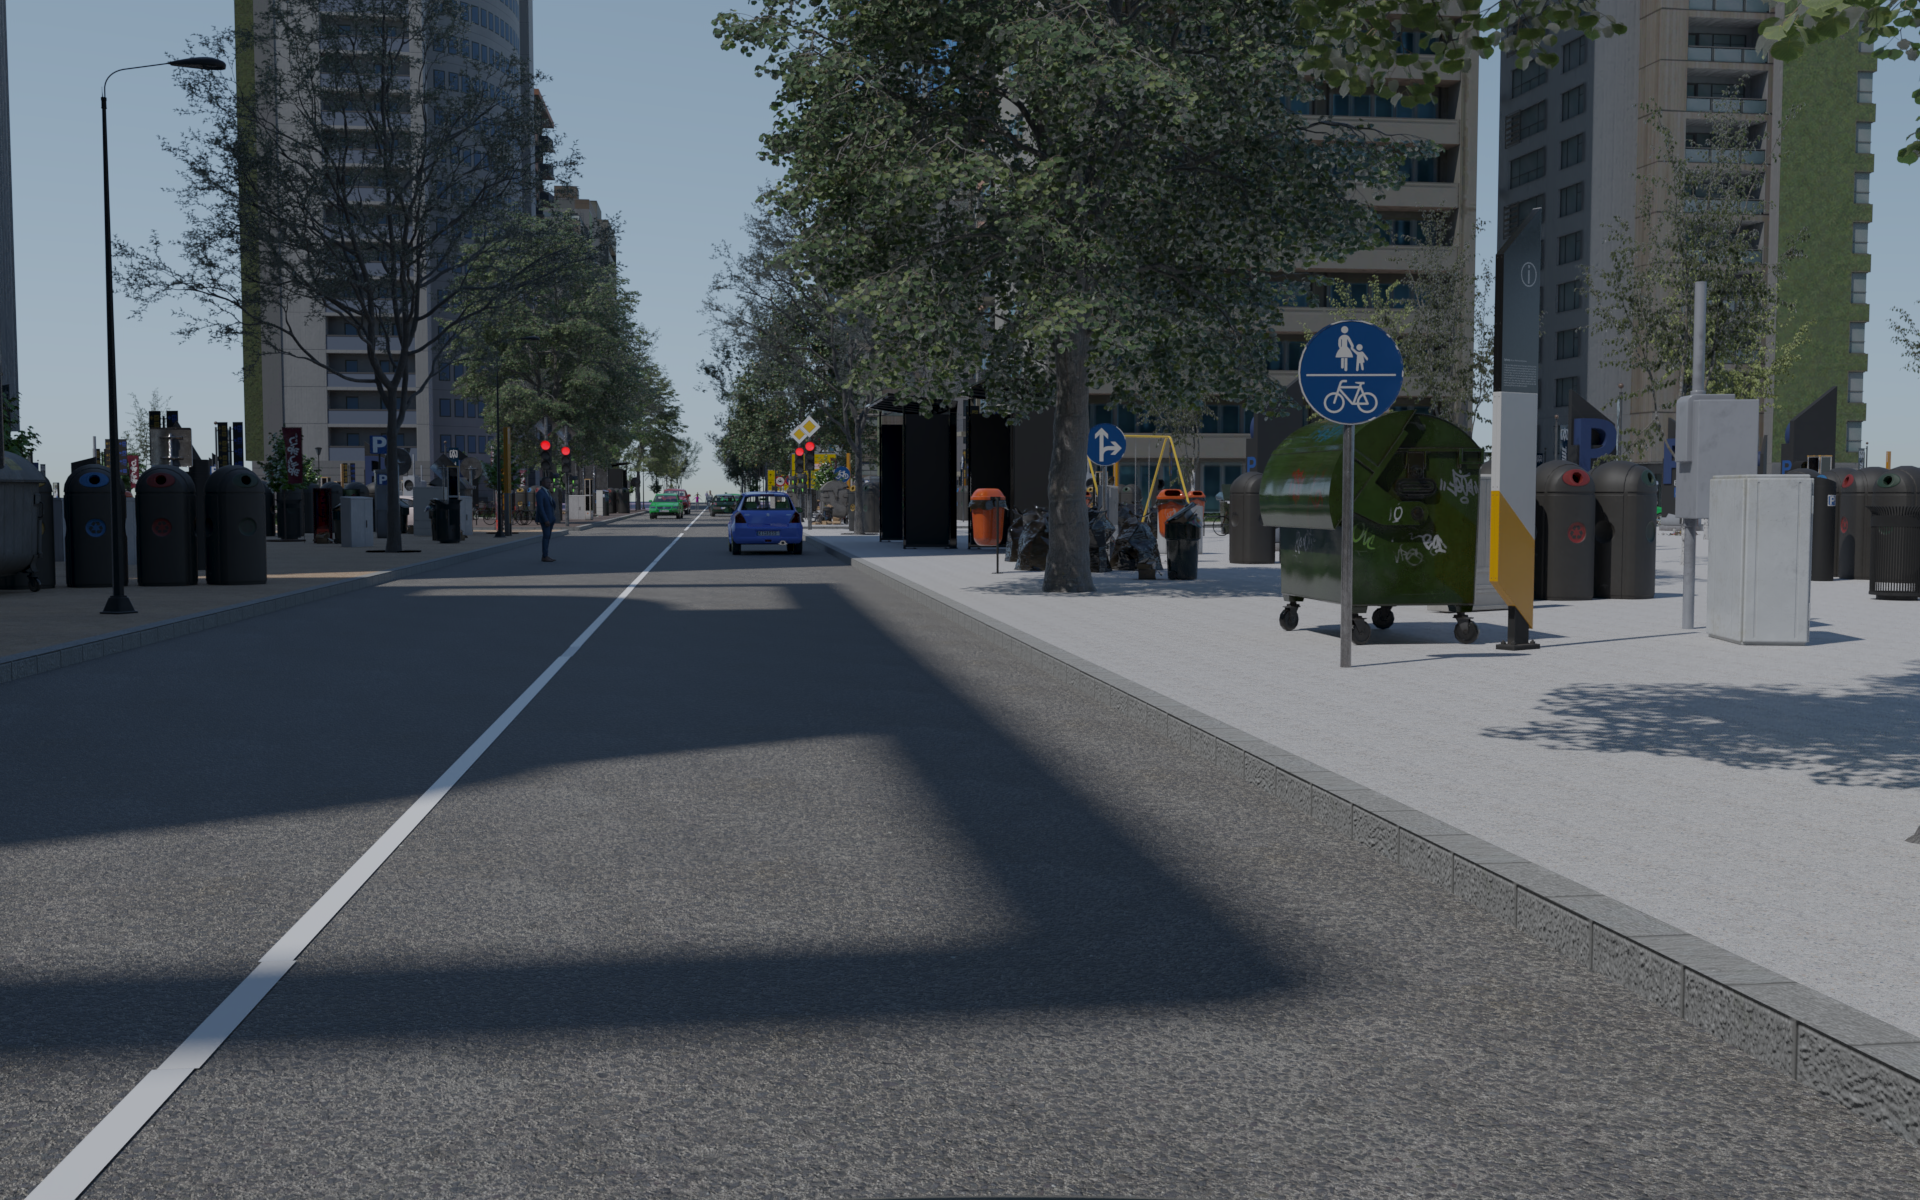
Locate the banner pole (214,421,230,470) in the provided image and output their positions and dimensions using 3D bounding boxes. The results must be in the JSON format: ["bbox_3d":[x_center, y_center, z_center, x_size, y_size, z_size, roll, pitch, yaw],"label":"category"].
[{"bbox_3d":[-25.345,-4.248,59.477,0.863,3.779,0.401,2,4,25],"label":"banner pole"}]

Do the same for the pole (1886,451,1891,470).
[{"bbox_3d":[44.159,-5.419,82.447,0.158,3.312,0.155,0,3,0],"label":"pole"}]

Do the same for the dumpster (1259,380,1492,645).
[{"bbox_3d":[3.689,-0.794,15.469,1.502,2.255,1.985,0,4,-8],"label":"dumpster"}]

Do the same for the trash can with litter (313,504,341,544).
[{"bbox_3d":[-16.163,-2.037,44.699,1.055,1.170,0.624,0,4,-5],"label":"trash can with litter"}]

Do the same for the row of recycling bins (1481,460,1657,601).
[{"bbox_3d":[6.860,-0.845,20.927,3.534,1.692,1.069,-1,4,-22],"label":"row of recycling bins"}]

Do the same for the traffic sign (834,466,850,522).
[{"bbox_3d":[-5.379,-4.823,78.958,0.768,2.556,0.104,0,4,0],"label":"traffic sign"}]

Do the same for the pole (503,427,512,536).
[{"bbox_3d":[-13.770,-3.600,52.703,0.158,3.312,0.155,0,3,0],"label":"pole"}]

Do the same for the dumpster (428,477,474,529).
[{"bbox_3d":[-16.450,-3.068,55.926,1.264,1.857,1.865,0,4,-8],"label":"dumpster"}]

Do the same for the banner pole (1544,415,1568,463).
[{"bbox_3d":[19.063,-3.973,54.979,0.863,3.779,0.401,-2,4,-31],"label":"banner pole"}]

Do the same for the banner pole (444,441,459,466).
[{"bbox_3d":[-24.011,-5.606,81.675,0.863,3.779,0.401,0,4,4],"label":"banner pole"}]

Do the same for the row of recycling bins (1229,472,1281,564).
[{"bbox_3d":[6.766,-1.521,31.974,3.534,1.692,1.069,0,4,-1],"label":"row of recycling bins"}]

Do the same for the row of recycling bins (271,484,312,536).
[{"bbox_3d":[-21.717,-2.779,52.557,3.534,1.692,1.069,0,4,-5],"label":"row of recycling bins"}]

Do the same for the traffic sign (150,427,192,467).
[{"bbox_3d":[-12.103,-1.497,26.611,0.606,2.300,0.079,0,4,-6],"label":"traffic sign"}]

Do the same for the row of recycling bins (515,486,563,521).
[{"bbox_3d":[-20.438,-4.709,84.106,1.069,1.692,3.534,-3,5,-44],"label":"row of recycling bins"}]

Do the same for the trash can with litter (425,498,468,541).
[{"bbox_3d":[-14.118,-2.216,47.621,0.624,1.170,1.055,3,4,38],"label":"trash can with litter"}]

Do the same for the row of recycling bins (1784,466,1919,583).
[{"bbox_3d":[13.686,-1.189,26.557,1.069,1.692,3.534,0,4,-4],"label":"row of recycling bins"}]

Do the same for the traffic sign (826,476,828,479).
[{"bbox_3d":[-6.430,-5.039,82.494,0.768,2.556,0.104,0,4,-3],"label":"traffic sign"}]

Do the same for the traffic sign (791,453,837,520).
[{"bbox_3d":[-7.265,-5.644,86.148,2.265,3.308,0.079,0,4,-3],"label":"traffic sign"}]

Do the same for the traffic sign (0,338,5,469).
[{"bbox_3d":[-10.830,-1.446,17.520,2.265,3.308,0.079,0,4,-1],"label":"traffic sign"}]

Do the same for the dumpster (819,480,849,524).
[{"bbox_3d":[-5.370,-4.205,74.508,1.264,1.857,1.865,0,4,-8],"label":"dumpster"}]

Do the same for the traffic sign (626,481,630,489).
[{"bbox_3d":[-25.851,-8.075,134.158,0.606,2.300,0.079,0,4,-7],"label":"traffic sign"}]

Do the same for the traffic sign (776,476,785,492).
[{"bbox_3d":[-12.379,-7.287,119.254,0.768,2.556,0.104,0,4,-2],"label":"traffic sign"}]

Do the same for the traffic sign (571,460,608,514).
[{"bbox_3d":[-22.457,-6.786,104.820,2.265,3.308,0.079,0,4,-6],"label":"traffic sign"}]

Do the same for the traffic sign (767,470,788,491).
[{"bbox_3d":[-14.877,-9.187,144.086,2.265,3.308,0.079,0,4,-5],"label":"traffic sign"}]

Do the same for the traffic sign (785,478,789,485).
[{"bbox_3d":[-11.052,-6.914,113.148,0.768,2.556,0.104,0,4,-6],"label":"traffic sign"}]

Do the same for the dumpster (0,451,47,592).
[{"bbox_3d":[-12.510,-0.984,21.844,1.264,1.857,1.865,0,4,-8],"label":"dumpster"}]

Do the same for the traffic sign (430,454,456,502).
[{"bbox_3d":[-14.702,-2.946,49.346,0.795,2.450,0.064,0,4,-2],"label":"traffic sign"}]

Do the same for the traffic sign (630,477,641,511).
[{"bbox_3d":[-24.195,-7.898,129.232,0.768,2.556,0.104,0,4,-5],"label":"traffic sign"}]

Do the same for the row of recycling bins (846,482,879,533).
[{"bbox_3d":[-3.063,-3.160,58.780,1.069,1.692,3.534,-1,4,-13],"label":"row of recycling bins"}]

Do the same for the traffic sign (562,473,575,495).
[{"bbox_3d":[-22.714,-6.147,100.617,0.768,2.556,0.104,0,4,-3],"label":"traffic sign"}]

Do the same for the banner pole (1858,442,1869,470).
[{"bbox_3d":[43.286,-5.689,83.030,0.863,3.779,0.401,-2,4,-28],"label":"banner pole"}]

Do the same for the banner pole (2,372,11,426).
[{"bbox_3d":[-19.294,-2.753,35.023,0.401,3.779,0.863,-3,5,-44],"label":"banner pole"}]

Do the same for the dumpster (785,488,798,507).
[{"bbox_3d":[-9.626,-5.897,102.180,1.264,1.857,1.865,0,4,-8],"label":"dumpster"}]

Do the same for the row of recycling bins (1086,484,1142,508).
[{"bbox_3d":[6.467,-4.039,73.148,1.069,1.692,3.534,-2,4,-30],"label":"row of recycling bins"}]

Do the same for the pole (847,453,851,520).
[{"bbox_3d":[-5.555,-5.668,86.515,0.158,3.312,0.155,0,3,0],"label":"pole"}]

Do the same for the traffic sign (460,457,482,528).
[{"bbox_3d":[-16.761,-3.626,59.387,0.768,2.556,0.104,0,4,-2],"label":"traffic sign"}]

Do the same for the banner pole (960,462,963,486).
[{"bbox_3d":[0.407,-7.964,120.235,0.863,3.779,0.401,-1,4,-12],"label":"banner pole"}]

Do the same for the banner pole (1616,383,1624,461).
[{"bbox_3d":[14.797,-2.993,38.945,0.401,3.779,0.863,2,4,28],"label":"banner pole"}]

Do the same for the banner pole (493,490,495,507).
[{"bbox_3d":[-36.852,-8.985,136.914,0.401,3.779,0.863,-1,4,-17],"label":"banner pole"}]

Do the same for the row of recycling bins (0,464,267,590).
[{"bbox_3d":[-11.580,-1.041,24.129,3.534,1.692,1.069,-2,4,-25],"label":"row of recycling bins"}]

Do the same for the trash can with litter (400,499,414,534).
[{"bbox_3d":[-17.812,-2.716,55.797,1.055,1.170,0.624,1,4,20],"label":"trash can with litter"}]

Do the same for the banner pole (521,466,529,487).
[{"bbox_3d":[-32.599,-8.549,129.793,0.863,3.779,0.401,-2,4,-34],"label":"banner pole"}]

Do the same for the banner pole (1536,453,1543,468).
[{"bbox_3d":[31.291,-6.312,93.219,0.863,3.779,0.401,-1,4,-23],"label":"banner pole"}]

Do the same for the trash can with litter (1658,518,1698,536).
[{"bbox_3d":[22.377,-2.624,53.960,1.678,1.210,2.233,2,4,31],"label":"trash can with litter"}]

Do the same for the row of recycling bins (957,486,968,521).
[{"bbox_3d":[0.255,-4.741,84.625,1.069,1.692,3.534,-1,4,-10],"label":"row of recycling bins"}]

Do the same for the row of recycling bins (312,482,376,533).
[{"bbox_3d":[-20.596,-3.108,57.932,1.069,1.692,3.534,3,4,36],"label":"row of recycling bins"}]

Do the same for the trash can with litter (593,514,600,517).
[{"bbox_3d":[-21.210,-5.377,98.974,1.678,1.210,2.233,-2,4,-28],"label":"trash can with litter"}]

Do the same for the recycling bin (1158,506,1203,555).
[{"bbox_3d":[4.692,-1.490,36.916,0.722,1.027,0.722,-2,4,-27],"label":"recycling bin"}]

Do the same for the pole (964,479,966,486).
[{"bbox_3d":[0.246,-6.318,97.136,0.158,3.312,0.155,0,3,0],"label":"pole"}]

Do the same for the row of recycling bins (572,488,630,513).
[{"bbox_3d":[-23.647,-6.588,114.831,3.534,1.692,1.069,0,4,-2],"label":"row of recycling bins"}]

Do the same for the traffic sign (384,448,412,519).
[{"bbox_3d":[-15.547,-2.925,47.923,0.768,2.556,0.104,0,4,1],"label":"traffic sign"}]

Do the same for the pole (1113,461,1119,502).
[{"bbox_3d":[5.751,-4.283,63.877,0.158,3.312,0.155,0,3,0],"label":"pole"}]

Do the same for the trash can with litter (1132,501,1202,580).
[{"bbox_3d":[3.096,-0.891,25.959,1.055,1.170,0.624,0,4,6],"label":"trash can with litter"}]

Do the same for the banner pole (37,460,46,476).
[{"bbox_3d":[-66.967,-8.334,126.277,0.401,3.779,0.863,1,4,22],"label":"banner pole"}]

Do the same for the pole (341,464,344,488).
[{"bbox_3d":[-41.711,-7.532,116.985,0.158,3.312,0.155,0,3,0],"label":"pole"}]
